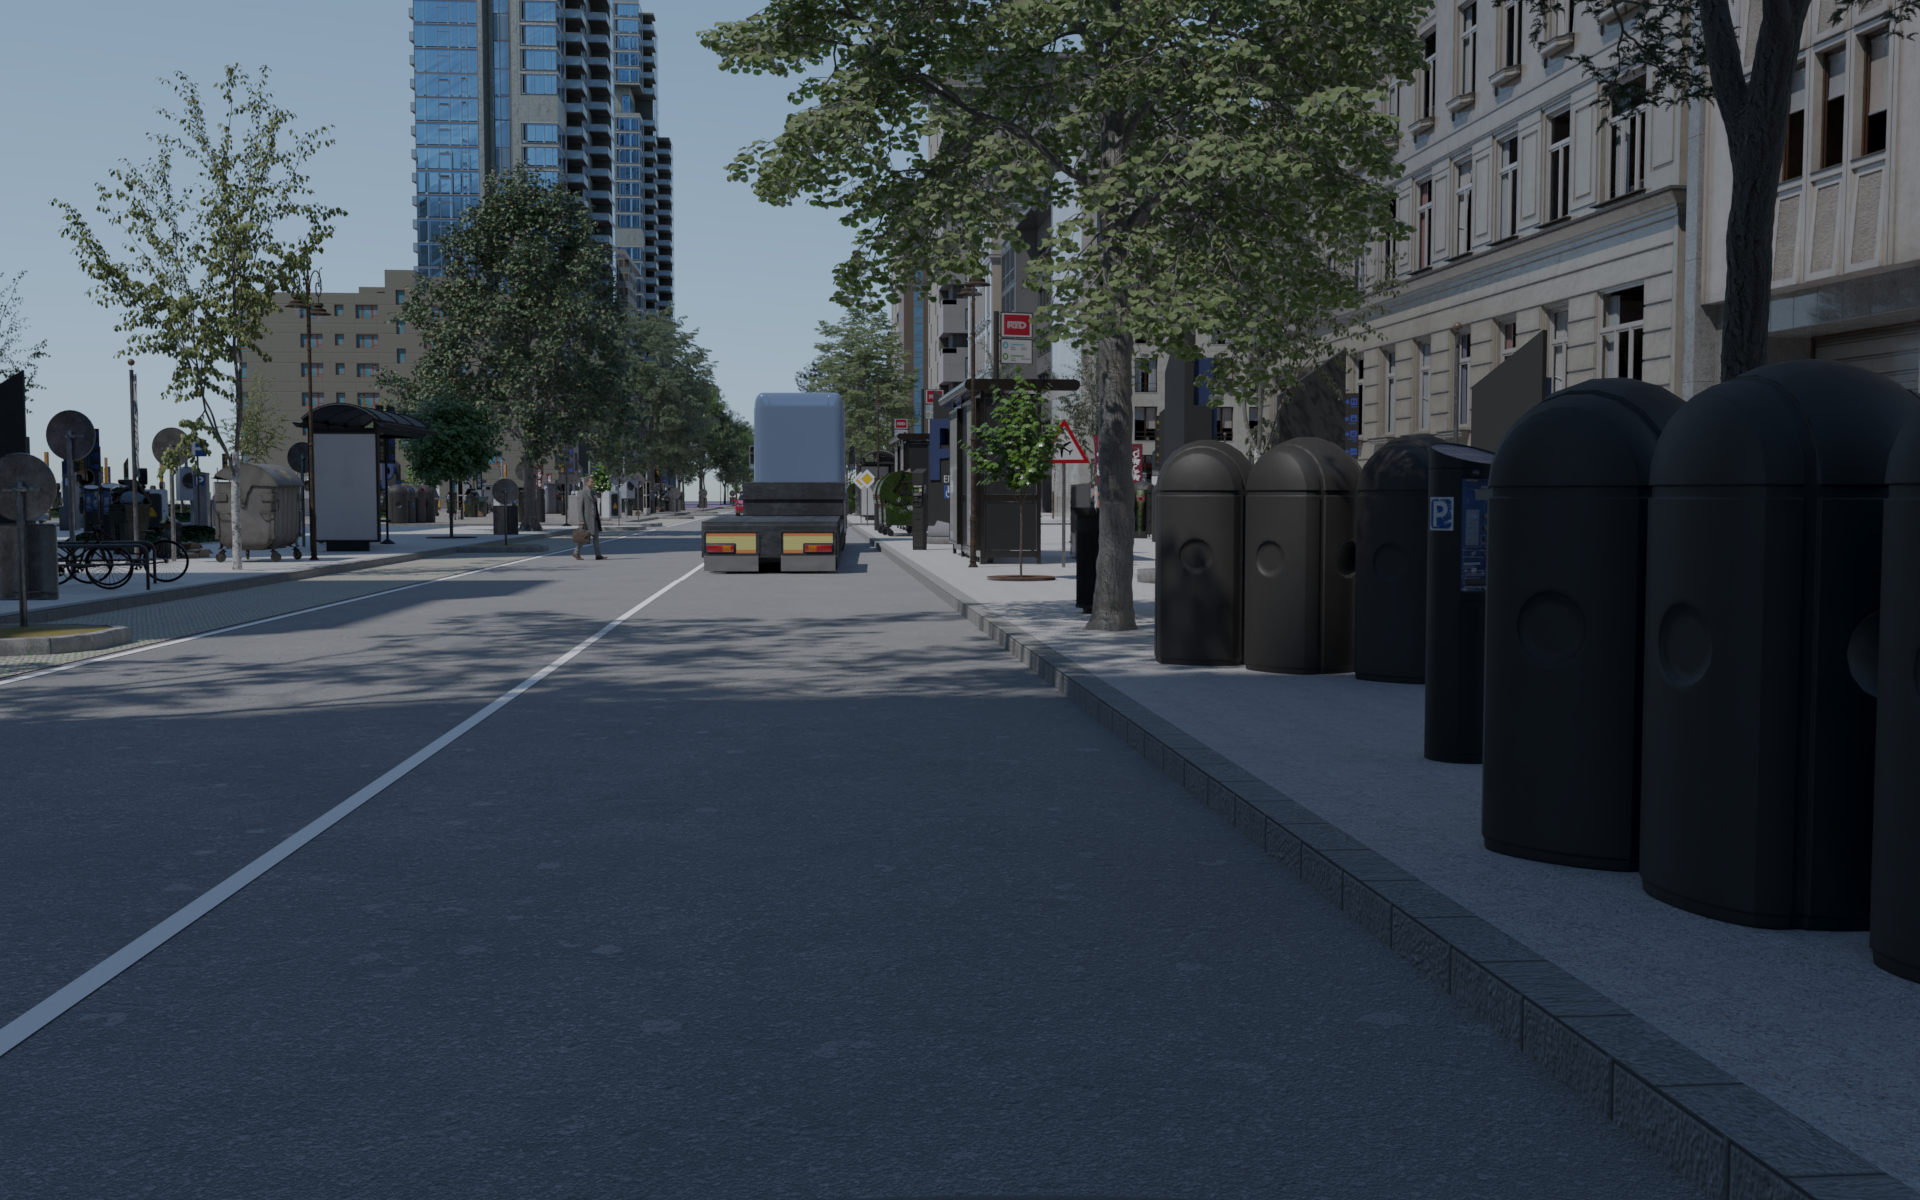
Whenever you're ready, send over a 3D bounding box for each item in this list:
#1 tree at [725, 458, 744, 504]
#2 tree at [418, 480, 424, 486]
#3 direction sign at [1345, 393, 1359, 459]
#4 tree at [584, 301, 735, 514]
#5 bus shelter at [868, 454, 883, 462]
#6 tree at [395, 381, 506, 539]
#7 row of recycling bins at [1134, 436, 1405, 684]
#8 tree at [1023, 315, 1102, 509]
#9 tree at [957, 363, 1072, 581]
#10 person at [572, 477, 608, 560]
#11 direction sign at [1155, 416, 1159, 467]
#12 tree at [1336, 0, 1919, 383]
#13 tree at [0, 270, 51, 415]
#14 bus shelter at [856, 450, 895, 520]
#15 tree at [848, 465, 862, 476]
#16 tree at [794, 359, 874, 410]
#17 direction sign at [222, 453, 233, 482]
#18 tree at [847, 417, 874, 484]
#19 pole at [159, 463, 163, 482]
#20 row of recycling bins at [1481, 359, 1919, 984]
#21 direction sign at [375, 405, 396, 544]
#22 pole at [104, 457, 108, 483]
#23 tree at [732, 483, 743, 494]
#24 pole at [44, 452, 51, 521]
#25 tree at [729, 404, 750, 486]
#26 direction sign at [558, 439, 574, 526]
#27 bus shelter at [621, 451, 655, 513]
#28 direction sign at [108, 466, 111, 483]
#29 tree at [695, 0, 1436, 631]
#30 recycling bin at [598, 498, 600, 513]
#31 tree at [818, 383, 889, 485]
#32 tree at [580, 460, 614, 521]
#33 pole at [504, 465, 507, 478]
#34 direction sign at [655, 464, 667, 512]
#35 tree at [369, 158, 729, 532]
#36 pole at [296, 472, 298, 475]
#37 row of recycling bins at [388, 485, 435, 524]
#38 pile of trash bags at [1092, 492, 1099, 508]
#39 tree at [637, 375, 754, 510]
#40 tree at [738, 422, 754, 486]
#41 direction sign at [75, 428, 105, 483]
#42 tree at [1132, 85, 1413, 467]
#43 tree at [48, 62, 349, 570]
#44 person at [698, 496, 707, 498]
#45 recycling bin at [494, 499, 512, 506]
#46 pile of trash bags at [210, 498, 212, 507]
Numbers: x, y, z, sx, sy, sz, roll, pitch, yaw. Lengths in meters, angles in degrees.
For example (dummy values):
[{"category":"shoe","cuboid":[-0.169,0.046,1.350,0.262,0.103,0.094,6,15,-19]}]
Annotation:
[{"category":"tree","cuboid":[-30.374,-16.940,227.325,4.360,8.622,3.978,0,3,0]},{"category":"tree","cuboid":[-37.712,-10.455,121.301,4.737,8.622,4.395,0,3,0]},{"category":"direction sign","cuboid":[8.536,-2.877,39.035,0.876,3.537,0.379,2,4,29]},{"category":"tree","cuboid":[-20.406,-12.638,113.284,9.857,13.997,8.962,0,3,0]},{"category":"bus shelter","cuboid":[-3.611,-6.834,89.360,2.179,5.291,8.768,0,4,-5]},{"category":"tree","cuboid":[-14.933,-4.080,50.420,4.285,4.588,4.351,0,3,0]},{"category":"row of recycling bins","cuboid":[2.902,-0.321,12.355,3.534,1.692,1.069,3,5,40]},{"category":"tree","cuboid":[5.199,-7.235,68.647,4.360,8.622,3.978,0,3,0]},{"category":"tree","cuboid":[0.779,-1.910,25.825,1.663,3.219,1.824,0,3,0]},{"category":"person","cuboid":[-8.045,-1.775,37.620,0.767,1.812,0.694,2,4,24]},{"category":"direction sign","cuboid":[6.062,-3.546,49.982,0.876,3.537,0.379,0,4,1]},{"category":"tree","cuboid":[2.918,-4.421,6.704,7.601,10.594,8.767,-3,5,-40]},{"category":"tree","cuboid":[-30.037,-6.262,52.754,4.360,8.622,3.978,0,3,0]},{"category":"bus shelter","cuboid":[-3.891,-5.389,82.027,2.014,3.302,5.546,0,4,-5]},{"category":"tree","cuboid":[-18.095,-19.727,248.297,9.928,11.665,9.643,0,3,0]},{"category":"tree","cuboid":[-14.065,-22.166,218.307,12.611,20.169,13.585,0,3,0]},{"category":"direction sign","cuboid":[-40.849,-6.414,96.870,0.379,3.537,0.876,2,4,31]},{"category":"tree","cuboid":[-7.544,-11.115,132.086,4.737,8.622,4.395,0,3,0]},{"category":"pole","cuboid":[-47.250,-6.647,102.519,0.158,3.312,0.155,0,3,0]},{"category":"row of recycling bins","cuboid":[2.818,0.131,4.970,1.069,1.692,3.534,-1,4,-23]},{"category":"direction sign","cuboid":[-14.688,-3.201,44.339,0.379,3.537,0.876,1,4,12]},{"category":"pole","cuboid":[-47.552,-6.280,96.522,0.158,3.312,0.155,0,3,0]},{"category":"tree","cuboid":[-33.351,-16.165,258.899,1.663,3.219,1.824,0,3,0]},{"category":"pole","cuboid":[-44.084,-5.494,83.663,0.158,3.312,0.155,0,3,0]},{"category":"tree","cuboid":[-24.987,-15.236,166.115,9.611,12.733,9.660,0,3,0]},{"category":"direction sign","cuboid":[-15.718,-4.716,69.112,0.876,3.537,0.379,3,4,36]},{"category":"bus shelter","cuboid":[-23.014,-8.873,122.699,2.179,5.291,8.768,0,4,-5]},{"category":"direction sign","cuboid":[-69.864,-9.146,141.537,0.876,3.537,0.379,-1,4,-22]},{"category":"tree","cuboid":[1.358,-6.015,16.466,7.486,12.596,7.792,0,3,0]},{"category":"recycling bin","cuboid":[-22.100,-5.758,106.690,0.722,1.027,0.722,3,5,40]},{"category":"tree","cuboid":[-11.102,-15.964,171.382,12.009,13.543,11.850,0,3,0]},{"category":"tree","cuboid":[-17.352,-5.472,84.061,1.663,3.219,1.824,0,3,0]},{"category":"pole","cuboid":[-31.361,-7.689,119.552,0.158,3.312,0.155,0,3,0]},{"category":"direction sign","cuboid":[-21.574,-8.126,124.861,0.876,3.537,0.379,0,4,6]},{"category":"tree","cuboid":[-14.900,-8.710,59.414,9.611,12.733,9.660,0,3,0]},{"category":"pole","cuboid":[-50.341,-8.427,131.630,0.158,3.312,0.155,0,3,0]},{"category":"row of recycling bins","cuboid":[-24.254,-4.243,76.483,1.069,1.692,3.534,1,4,8]},{"category":"pile of trash bags","cuboid":[8.192,-4.776,87.836,3.447,1.369,1.912,2,4,35]},{"category":"tree","cuboid":[-23.221,-13.324,143.606,9.928,11.665,9.643,0,3,0]},{"category":"tree","cuboid":[-37.572,-24.571,308.396,9.857,13.997,8.962,0,3,0]},{"category":"direction sign","cuboid":[-30.132,-4.151,59.862,0.876,3.537,0.379,0,4,4]},{"category":"tree","cuboid":[5.254,-4.816,29.107,4.360,8.622,3.978,0,3,0]},{"category":"tree","cuboid":[-12.509,-4.819,29.149,4.737,8.622,4.395,0,3,0]},{"category":"person","cuboid":[-34.062,-13.451,229.152,1.217,1.736,0.721,-1,4,-9]},{"category":"recycling bin","cuboid":[-23.473,-4.672,88.944,0.722,1.027,0.722,-3,5,-39]},{"category":"pile of trash bags","cuboid":[-37.941,-4.882,89.565,1.912,1.369,3.447,1,4,22]}]
